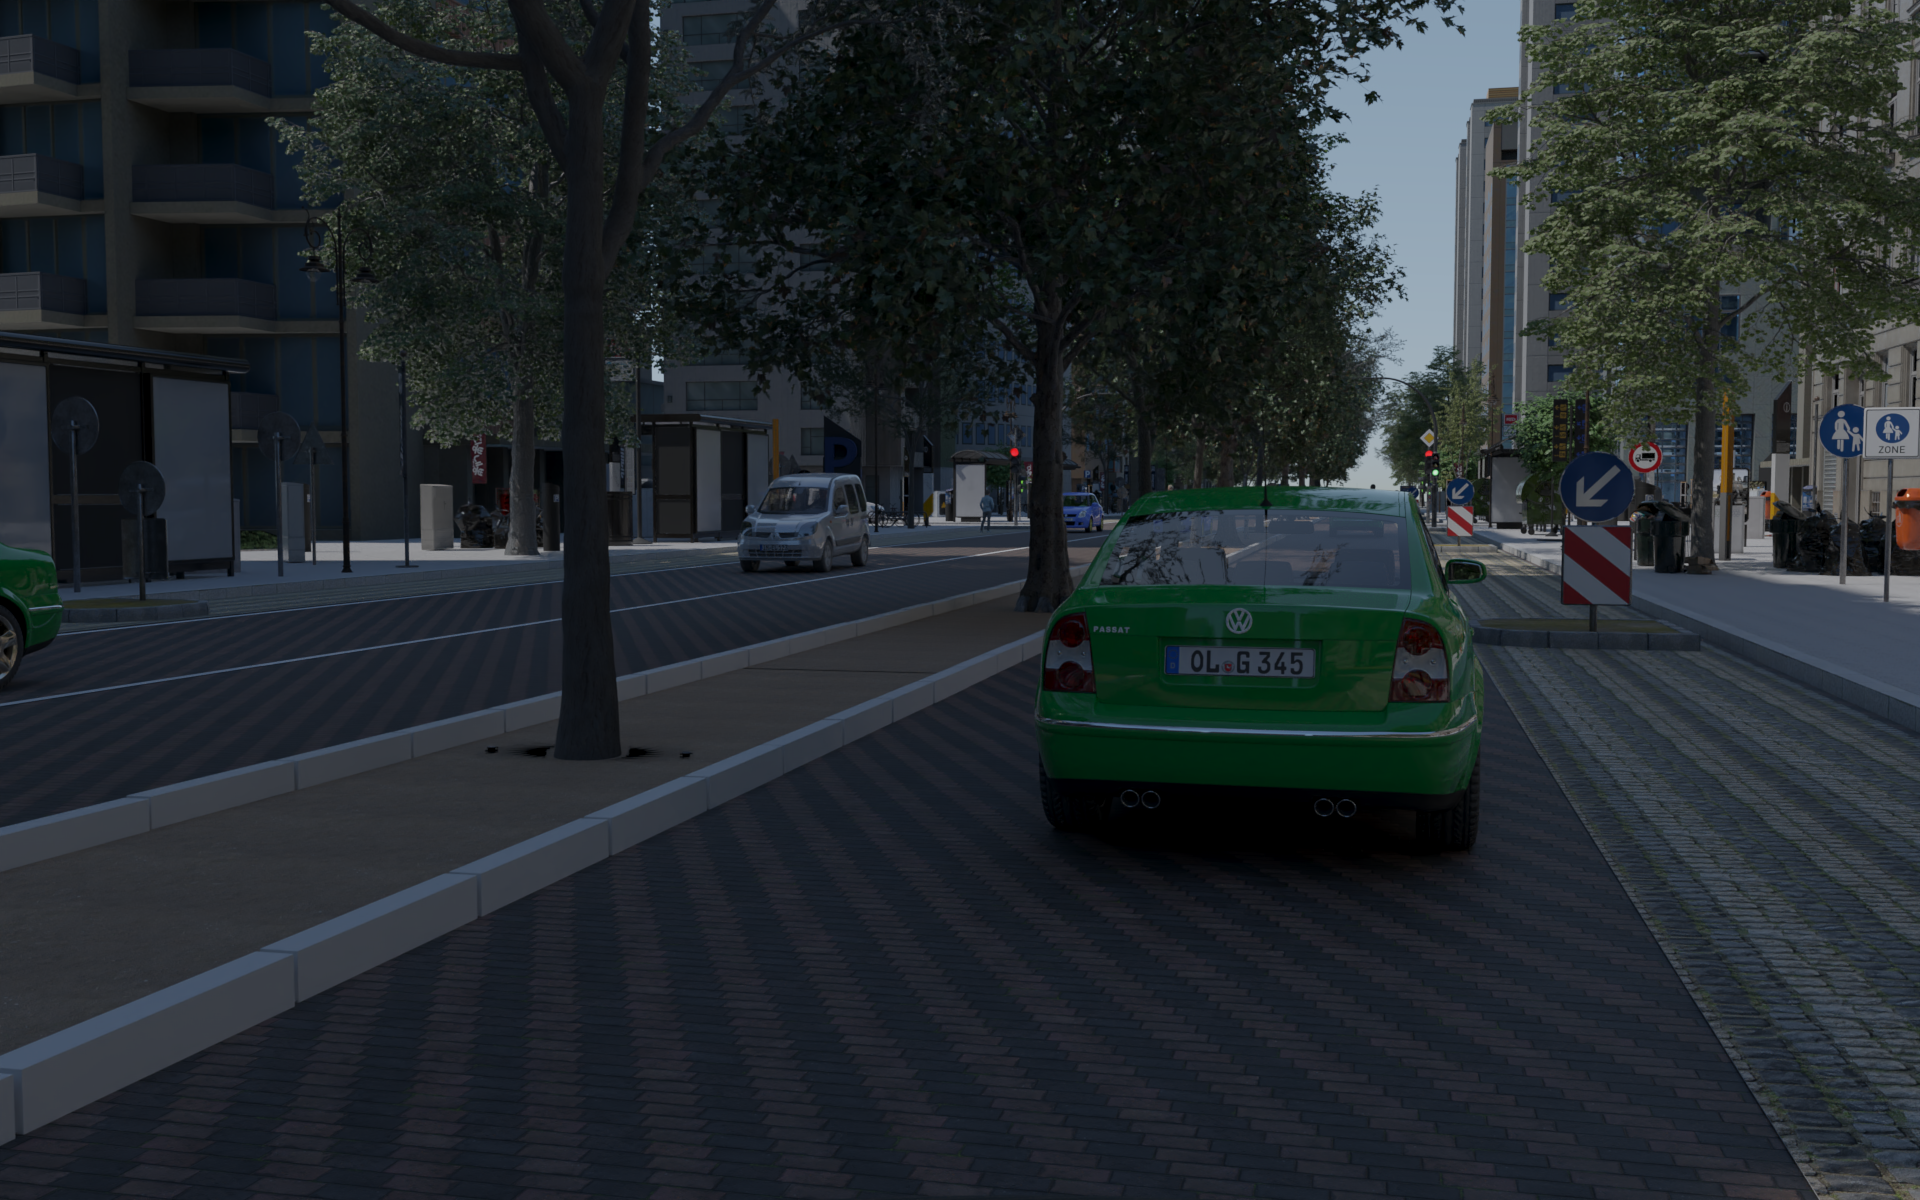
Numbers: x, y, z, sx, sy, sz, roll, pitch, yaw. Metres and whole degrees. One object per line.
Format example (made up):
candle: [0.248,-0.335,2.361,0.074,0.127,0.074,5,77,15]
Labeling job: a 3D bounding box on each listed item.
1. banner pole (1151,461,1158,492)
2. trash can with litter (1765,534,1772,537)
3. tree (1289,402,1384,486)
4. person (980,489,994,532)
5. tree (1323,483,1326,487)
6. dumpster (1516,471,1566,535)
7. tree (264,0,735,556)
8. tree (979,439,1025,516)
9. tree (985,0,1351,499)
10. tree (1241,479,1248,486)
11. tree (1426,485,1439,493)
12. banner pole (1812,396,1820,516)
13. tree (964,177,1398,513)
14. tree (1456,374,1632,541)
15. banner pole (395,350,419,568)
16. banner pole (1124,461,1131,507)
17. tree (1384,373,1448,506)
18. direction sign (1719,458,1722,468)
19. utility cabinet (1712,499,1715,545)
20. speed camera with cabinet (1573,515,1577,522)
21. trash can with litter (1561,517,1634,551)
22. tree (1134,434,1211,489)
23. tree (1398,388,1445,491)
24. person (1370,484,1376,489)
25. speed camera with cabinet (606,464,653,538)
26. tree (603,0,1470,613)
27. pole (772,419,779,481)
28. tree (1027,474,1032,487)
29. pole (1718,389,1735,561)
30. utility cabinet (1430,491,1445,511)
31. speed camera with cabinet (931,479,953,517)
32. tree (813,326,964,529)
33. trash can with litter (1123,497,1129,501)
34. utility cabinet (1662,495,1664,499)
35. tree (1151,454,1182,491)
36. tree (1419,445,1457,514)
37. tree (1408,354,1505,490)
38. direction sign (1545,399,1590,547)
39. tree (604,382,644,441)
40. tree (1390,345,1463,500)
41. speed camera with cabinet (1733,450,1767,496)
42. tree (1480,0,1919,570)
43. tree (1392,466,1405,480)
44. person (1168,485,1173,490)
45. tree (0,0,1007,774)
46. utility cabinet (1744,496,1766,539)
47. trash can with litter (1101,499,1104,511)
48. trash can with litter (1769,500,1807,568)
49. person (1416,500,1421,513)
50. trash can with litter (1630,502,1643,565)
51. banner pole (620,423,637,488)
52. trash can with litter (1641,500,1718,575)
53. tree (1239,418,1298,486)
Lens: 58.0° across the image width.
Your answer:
banner pole: [14.603,-8.563,130.014,0.401,3.779,0.863,-3,5,-45]
trash can with litter: [24.244,-2.522,52.296,2.233,1.210,1.678,1,4,18]
tree: [27.053,-13.534,130.401,9.857,13.997,8.962,0,3,0]
person: [1.009,-3.297,64.213,0.589,1.601,0.330,2,4,28]
tree: [30.844,-11.837,146.347,4.737,8.622,4.395,0,3,0]
dumpster: [18.358,-3.181,54.503,1.502,2.255,1.985,1,4,13]
tree: [-9.226,-7.919,36.123,9.857,13.997,8.962,0,3,0]
tree: [2.476,-7.334,103.616,4.285,4.588,4.351,0,3,0]
tree: [3.214,-6.247,30.345,9.928,11.665,9.643,0,3,0]
tree: [32.175,-17.706,207.626,7.486,12.596,7.792,0,3,0]
tree: [45.441,-10.578,167.555,1.663,3.219,1.824,0,3,0]
banner pole: [21.818,-3.315,44.213,0.401,3.779,0.863,2,4,27]
tree: [5.286,-6.254,39.120,8.767,10.594,7.601,1,4,13]
tree: [16.652,-3.896,47.415,4.285,4.588,4.351,0,3,0]
banner pole: [-9.632,-2.443,29.960,0.401,3.779,0.863,-1,4,-10]
banner pole: [12.726,-8.638,131.245,0.401,3.779,0.863,-3,5,-44]
tree: [48.690,-16.831,181.839,9.857,13.997,8.962,0,3,0]
direction sign: [47.905,-7.115,108.333,0.876,3.537,0.379,1,4,15]
utility cabinet: [14.643,-1.399,34.032,0.306,1.237,1.020,1,4,19]
speed camera with cabinet: [32.189,-5.755,88.422,2.038,3.252,0.660,0,4,-2]
trash can with litter: [14.838,-1.711,39.034,1.678,1.210,2.233,-2,4,-30]
tree: [17.791,-14.099,148.653,7.486,12.596,7.792,0,3,0]
tree: [41.264,-13.350,152.685,7.601,10.594,8.767,0,4,-2]
person: [15.216,-3.371,63.792,0.419,1.800,0.721,1,4,21]
speed camera with cabinet: [-9.956,-3.431,50.427,2.038,3.252,0.660,-2,4,-33]
tree: [1.055,-6.192,20.699,9.611,12.733,9.660,0,3,0]
pole: [-5.004,-3.255,47.060,0.158,3.312,0.155,0,3,0]
tree: [4.413,-5.698,87.763,1.663,3.219,1.824,0,3,0]
pole: [14.714,-2.409,33.223,0.158,3.312,0.155,0,3,0]
utility cabinet: [36.257,-7.518,131.600,1.173,1.500,0.318,1,4,16]
speed camera with cabinet: [-0.612,-6.225,96.107,2.038,3.252,0.660,-3,4,-38]
tree: [-1.985,-7.900,63.584,8.767,10.594,7.601,2,4,24]
trash can with litter: [11.518,-6.731,121.446,0.624,1.170,1.055,0,4,6]
utility cabinet: [37.870,-5.049,93.705,0.306,1.237,1.020,2,4,27]
tree: [16.435,-9.661,141.665,4.285,4.588,4.351,0,3,0]
tree: [28.607,-7.067,99.254,4.285,4.588,4.351,0,3,0]
tree: [26.674,-8.644,91.687,4.737,8.622,4.395,0,3,0]
direction sign: [14.623,-3.028,41.507,0.876,3.537,0.379,0,4,-2]
tree: [-19.951,-9.015,97.754,4.737,8.622,4.395,0,3,0]
tree: [37.150,-13.087,132.103,7.486,12.596,7.792,0,3,0]
speed camera with cabinet: [35.184,-5.079,77.382,0.660,3.252,2.038,-1,4,-15]
tree: [12.610,-6.759,28.644,7.486,12.596,7.792,0,3,0]
tree: [55.015,-15.939,210.968,4.737,8.622,4.395,0,3,0]
person: [9.368,-4.201,77.062,0.514,1.842,0.818,1,4,10]
tree: [-2.021,-5.893,9.175,12.009,13.543,11.850,0,3,0]
utility cabinet: [22.479,-2.350,49.587,1.020,1.237,0.306,2,4,31]
trash can with litter: [10.744,-7.377,131.996,1.055,1.170,0.624,-2,4,-25]
trash can with litter: [14.534,-1.130,29.863,0.624,1.170,1.055,-3,4,-36]
person: [14.864,-2.643,56.395,0.352,1.250,0.332,3,4,37]
trash can with litter: [12.363,-1.206,31.109,0.624,1.170,1.055,1,4,22]
banner pole: [-10.751,-4.050,56.235,0.863,3.779,0.401,-2,4,-29]
trash can with litter: [11.714,-1.014,27.966,0.624,1.170,1.055,-3,5,-39]
tree: [9.071,-6.227,54.632,4.360,8.622,3.978,0,3,0]
